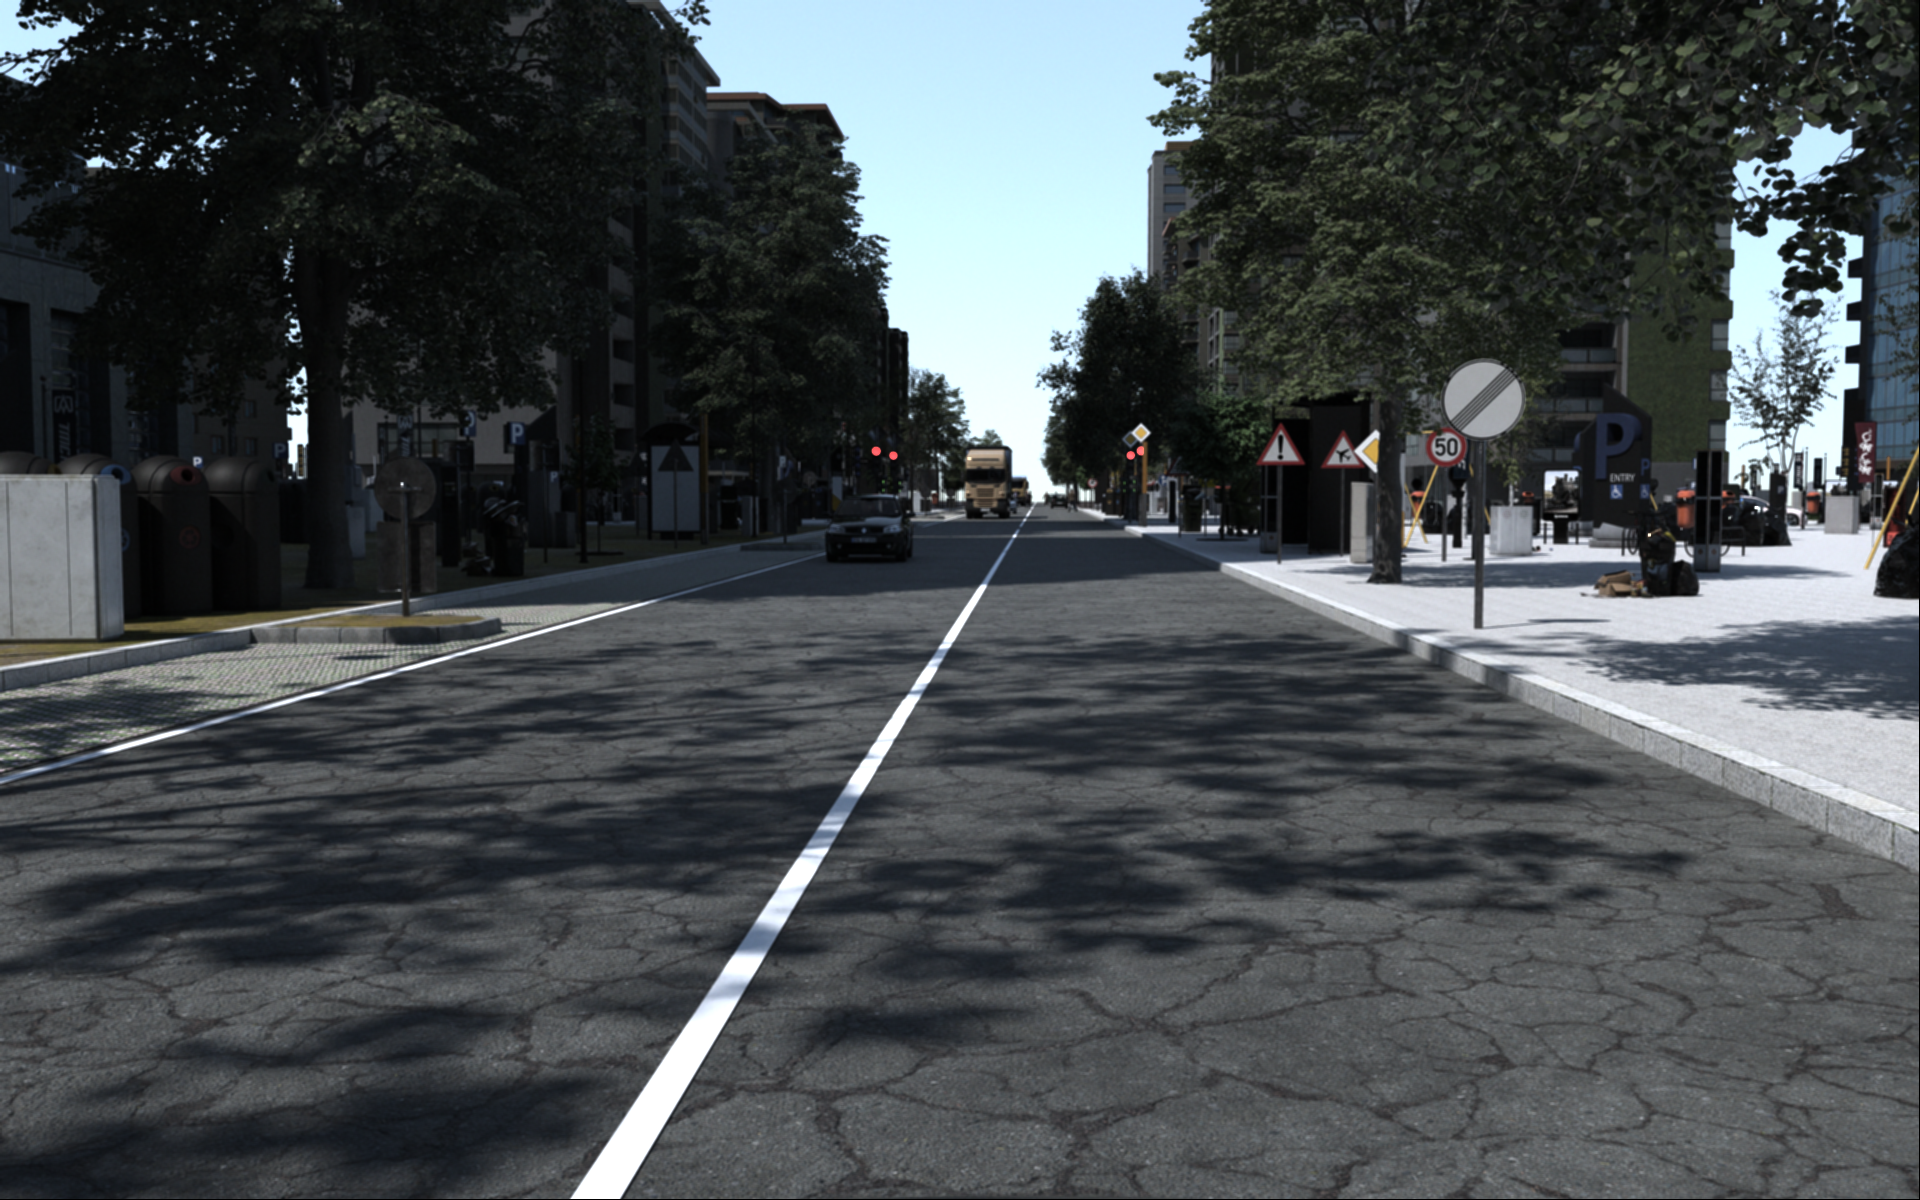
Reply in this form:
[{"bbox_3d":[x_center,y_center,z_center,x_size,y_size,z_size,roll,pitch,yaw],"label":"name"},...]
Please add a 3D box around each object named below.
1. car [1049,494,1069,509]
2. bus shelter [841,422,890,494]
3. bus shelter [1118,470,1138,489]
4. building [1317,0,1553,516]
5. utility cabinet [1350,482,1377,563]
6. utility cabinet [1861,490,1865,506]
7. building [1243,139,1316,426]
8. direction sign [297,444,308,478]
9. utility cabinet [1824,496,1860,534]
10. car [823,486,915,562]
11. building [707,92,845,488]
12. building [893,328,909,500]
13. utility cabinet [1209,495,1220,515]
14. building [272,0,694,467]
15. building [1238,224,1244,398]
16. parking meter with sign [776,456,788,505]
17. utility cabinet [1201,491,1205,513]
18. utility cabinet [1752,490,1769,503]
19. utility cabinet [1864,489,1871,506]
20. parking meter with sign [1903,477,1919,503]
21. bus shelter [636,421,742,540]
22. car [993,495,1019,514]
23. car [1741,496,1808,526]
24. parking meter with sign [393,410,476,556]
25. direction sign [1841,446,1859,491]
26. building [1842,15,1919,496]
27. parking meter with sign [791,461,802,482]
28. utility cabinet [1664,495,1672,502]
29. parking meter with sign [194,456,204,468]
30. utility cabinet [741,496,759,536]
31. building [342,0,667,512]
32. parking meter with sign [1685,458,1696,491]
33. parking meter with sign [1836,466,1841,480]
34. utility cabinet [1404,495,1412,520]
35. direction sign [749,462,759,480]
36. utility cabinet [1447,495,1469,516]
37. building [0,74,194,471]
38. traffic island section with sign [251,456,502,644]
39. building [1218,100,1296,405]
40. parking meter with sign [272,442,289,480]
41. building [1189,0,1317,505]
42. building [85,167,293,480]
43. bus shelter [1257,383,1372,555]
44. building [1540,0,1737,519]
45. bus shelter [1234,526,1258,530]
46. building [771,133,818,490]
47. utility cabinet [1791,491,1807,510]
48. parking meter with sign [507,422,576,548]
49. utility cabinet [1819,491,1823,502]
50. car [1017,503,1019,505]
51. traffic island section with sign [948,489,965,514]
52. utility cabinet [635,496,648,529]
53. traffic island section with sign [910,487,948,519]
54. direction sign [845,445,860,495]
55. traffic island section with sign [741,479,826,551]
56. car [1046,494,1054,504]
[{"bbox_3d":[9.920,-9.977,172.916,2.009,1.686,4.222,0,4,2],"label":"car"},{"bbox_3d":[-5.365,-7.421,98.972,2.179,5.291,8.768,0,4,3],"label":"bus shelter"},{"bbox_3d":[13.689,-9.911,139.680,2.179,5.291,8.768,0,4,3],"label":"bus shelter"},{"bbox_3d":[31.730,-26.747,120.904,14.154,41.232,14.086,0,4,3],"label":"building"},{"bbox_3d":[7.563,-1.449,32.371,0.318,1.500,1.173,1,4,22],"label":"utility cabinet"},{"bbox_3d":[74.079,-8.251,143.579,0.318,1.500,1.173,-3,5,-43],"label":"utility cabinet"},{"bbox_3d":[31.666,-22.729,143.315,14.160,30.474,14.107,0,4,3],"label":"building"},{"bbox_3d":[-29.584,-5.276,78.266,0.876,3.537,0.379,2,4,27],"label":"direction sign"},{"bbox_3d":[28.245,-2.710,55.469,0.306,1.237,1.020,-2,4,-26],"label":"utility cabinet"},{"bbox_3d":[-1.954,-1.723,37.960,2.009,1.686,4.222,0,4,1],"label":"car"},{"bbox_3d":[-24.587,-32.835,191.470,22.147,44.769,28.867,0,4,3],"label":"building"},{"bbox_3d":[-16.246,-32.067,295.989,14.160,30.474,14.107,0,4,3],"label":"building"},{"bbox_3d":[15.609,-5.793,105.881,0.306,1.237,1.020,3,5,40],"label":"utility cabinet"},{"bbox_3d":[-32.726,-27.018,133.618,32.217,40.220,23.993,0,4,3],"label":"building"},{"bbox_3d":[34.131,-24.332,169.527,14.160,30.474,14.107,0,4,3],"label":"building"},{"bbox_3d":[-8.613,-5.006,78.103,1.738,3.016,0.543,-3,5,-43],"label":"parking meter with sign"},{"bbox_3d":[16.822,-7.083,124.484,1.173,1.500,0.318,2,4,32],"label":"utility cabinet"},{"bbox_3d":[43.933,-5.267,94.787,1.173,1.500,0.318,-1,4,-11],"label":"utility cabinet"},{"bbox_3d":[58.549,-6.227,110.493,1.173,1.500,0.318,1,4,20],"label":"utility cabinet"},{"bbox_3d":[69.681,-7.982,126.771,1.738,3.016,0.543,0,4,-8],"label":"parking meter with sign"},{"bbox_3d":[-7.838,-3.472,50.687,2.014,3.302,5.546,0,4,3],"label":"bus shelter"},{"bbox_3d":[3.277,-7.030,126.942,2.014,1.417,4.499,0,4,1],"label":"car"},{"bbox_3d":[32.475,-3.626,71.647,4.827,1.381,2.083,0,4,4],"label":"car"},{"bbox_3d":[-11.015,-2.442,36.185,1.738,3.016,0.543,1,4,13],"label":"parking meter with sign"},{"bbox_3d":[41.718,-5.450,81.097,0.876,3.537,0.379,2,4,30],"label":"direction sign"},{"bbox_3d":[58.817,-27.139,93.838,14.200,45.320,14.600,0,4,3],"label":"building"},{"bbox_3d":[-9.325,-5.866,92.175,1.738,3.016,0.543,-1,4,-12],"label":"parking meter with sign"},{"bbox_3d":[47.573,-6.494,117.333,0.306,1.237,1.020,-1,4,-12],"label":"utility cabinet"},{"bbox_3d":[-35.406,-5.191,81.126,0.543,3.016,1.738,0,4,-5],"label":"parking meter with sign"},{"bbox_3d":[-6.533,-2.620,53.998,0.306,1.237,1.020,1,4,8],"label":"utility cabinet"},{"bbox_3d":[-25.087,-19.945,97.803,14.160,30.474,14.107,0,4,3],"label":"building"},{"bbox_3d":[35.840,-5.415,84.791,0.543,3.016,1.738,0,4,5],"label":"parking meter with sign"},{"bbox_3d":[55.502,-6.864,108.482,0.543,3.016,1.738,0,4,2],"label":"parking meter with sign"},{"bbox_3d":[21.973,-4.571,85.904,1.020,1.237,0.306,-2,4,-29],"label":"utility cabinet"},{"bbox_3d":[-14.376,-7.923,121.543,0.876,3.537,0.379,-2,4,-30],"label":"direction sign"},{"bbox_3d":[23.861,-4.394,82.998,1.020,1.237,0.306,1,4,16],"label":"utility cabinet"},{"bbox_3d":[-41.118,-44.721,43.855,31.000,86.520,22.319,0,4,3],"label":"building"},{"bbox_3d":[-5.738,-0.536,17.395,1.989,1.847,2.006,0,4,3],"label":"traffic island section with sign"},{"bbox_3d":[34.317,-30.562,183.276,14.154,41.232,14.086,0,4,3],"label":"building"},{"bbox_3d":[-22.954,-3.752,57.605,0.543,3.016,1.738,0,4,4],"label":"parking meter with sign"},{"bbox_3d":[37.888,-46.605,200.244,20.563,71.187,20.611,0,4,3],"label":"building"},{"bbox_3d":[-61.606,-16.037,107.245,28.899,21.520,27.650,0,4,3],"label":"building"},{"bbox_3d":[8.062,-2.967,39.786,1.731,3.624,6.357,0,4,3],"label":"bus shelter"},{"bbox_3d":[32.255,-25.073,93.540,14.086,41.232,14.154,0,4,3],"label":"building"},{"bbox_3d":[10.272,-4.016,59.581,2.014,3.302,5.546,0,4,3],"label":"bus shelter"},{"bbox_3d":[-30.328,-28.937,165.006,32.217,40.220,23.993,0,4,3],"label":"building"},{"bbox_3d":[69.548,-8.250,143.563,1.173,1.500,0.318,-1,4,-12],"label":"utility cabinet"},{"bbox_3d":[-10.009,-2.772,41.582,1.738,3.016,0.543,2,4,28],"label":"parking meter with sign"},{"bbox_3d":[71.777,-8.256,143.664,1.173,1.500,0.318,-1,4,-16],"label":"utility cabinet"},{"bbox_3d":[6.844,-13.287,227.465,2.015,1.641,3.980,0,4,3],"label":"car"},{"bbox_3d":[-0.626,-7.226,126.777,1.989,1.847,2.006,0,4,3],"label":"traffic island section with sign"},{"bbox_3d":[-11.313,-3.175,63.065,1.020,1.237,0.306,-1,4,-11],"label":"utility cabinet"},{"bbox_3d":[-1.900,-5.548,99.334,1.989,1.847,2.006,0,4,3],"label":"traffic island section with sign"},{"bbox_3d":[-4.959,-5.389,80.105,0.876,3.537,0.379,-3,5,-41],"label":"direction sign"},{"bbox_3d":[-4.483,-2.183,44.321,1.989,1.847,2.006,0,4,3],"label":"traffic island section with sign"},{"bbox_3d":[13.519,-14.797,253.730,2.131,1.459,4.920,0,4,2],"label":"car"}]
